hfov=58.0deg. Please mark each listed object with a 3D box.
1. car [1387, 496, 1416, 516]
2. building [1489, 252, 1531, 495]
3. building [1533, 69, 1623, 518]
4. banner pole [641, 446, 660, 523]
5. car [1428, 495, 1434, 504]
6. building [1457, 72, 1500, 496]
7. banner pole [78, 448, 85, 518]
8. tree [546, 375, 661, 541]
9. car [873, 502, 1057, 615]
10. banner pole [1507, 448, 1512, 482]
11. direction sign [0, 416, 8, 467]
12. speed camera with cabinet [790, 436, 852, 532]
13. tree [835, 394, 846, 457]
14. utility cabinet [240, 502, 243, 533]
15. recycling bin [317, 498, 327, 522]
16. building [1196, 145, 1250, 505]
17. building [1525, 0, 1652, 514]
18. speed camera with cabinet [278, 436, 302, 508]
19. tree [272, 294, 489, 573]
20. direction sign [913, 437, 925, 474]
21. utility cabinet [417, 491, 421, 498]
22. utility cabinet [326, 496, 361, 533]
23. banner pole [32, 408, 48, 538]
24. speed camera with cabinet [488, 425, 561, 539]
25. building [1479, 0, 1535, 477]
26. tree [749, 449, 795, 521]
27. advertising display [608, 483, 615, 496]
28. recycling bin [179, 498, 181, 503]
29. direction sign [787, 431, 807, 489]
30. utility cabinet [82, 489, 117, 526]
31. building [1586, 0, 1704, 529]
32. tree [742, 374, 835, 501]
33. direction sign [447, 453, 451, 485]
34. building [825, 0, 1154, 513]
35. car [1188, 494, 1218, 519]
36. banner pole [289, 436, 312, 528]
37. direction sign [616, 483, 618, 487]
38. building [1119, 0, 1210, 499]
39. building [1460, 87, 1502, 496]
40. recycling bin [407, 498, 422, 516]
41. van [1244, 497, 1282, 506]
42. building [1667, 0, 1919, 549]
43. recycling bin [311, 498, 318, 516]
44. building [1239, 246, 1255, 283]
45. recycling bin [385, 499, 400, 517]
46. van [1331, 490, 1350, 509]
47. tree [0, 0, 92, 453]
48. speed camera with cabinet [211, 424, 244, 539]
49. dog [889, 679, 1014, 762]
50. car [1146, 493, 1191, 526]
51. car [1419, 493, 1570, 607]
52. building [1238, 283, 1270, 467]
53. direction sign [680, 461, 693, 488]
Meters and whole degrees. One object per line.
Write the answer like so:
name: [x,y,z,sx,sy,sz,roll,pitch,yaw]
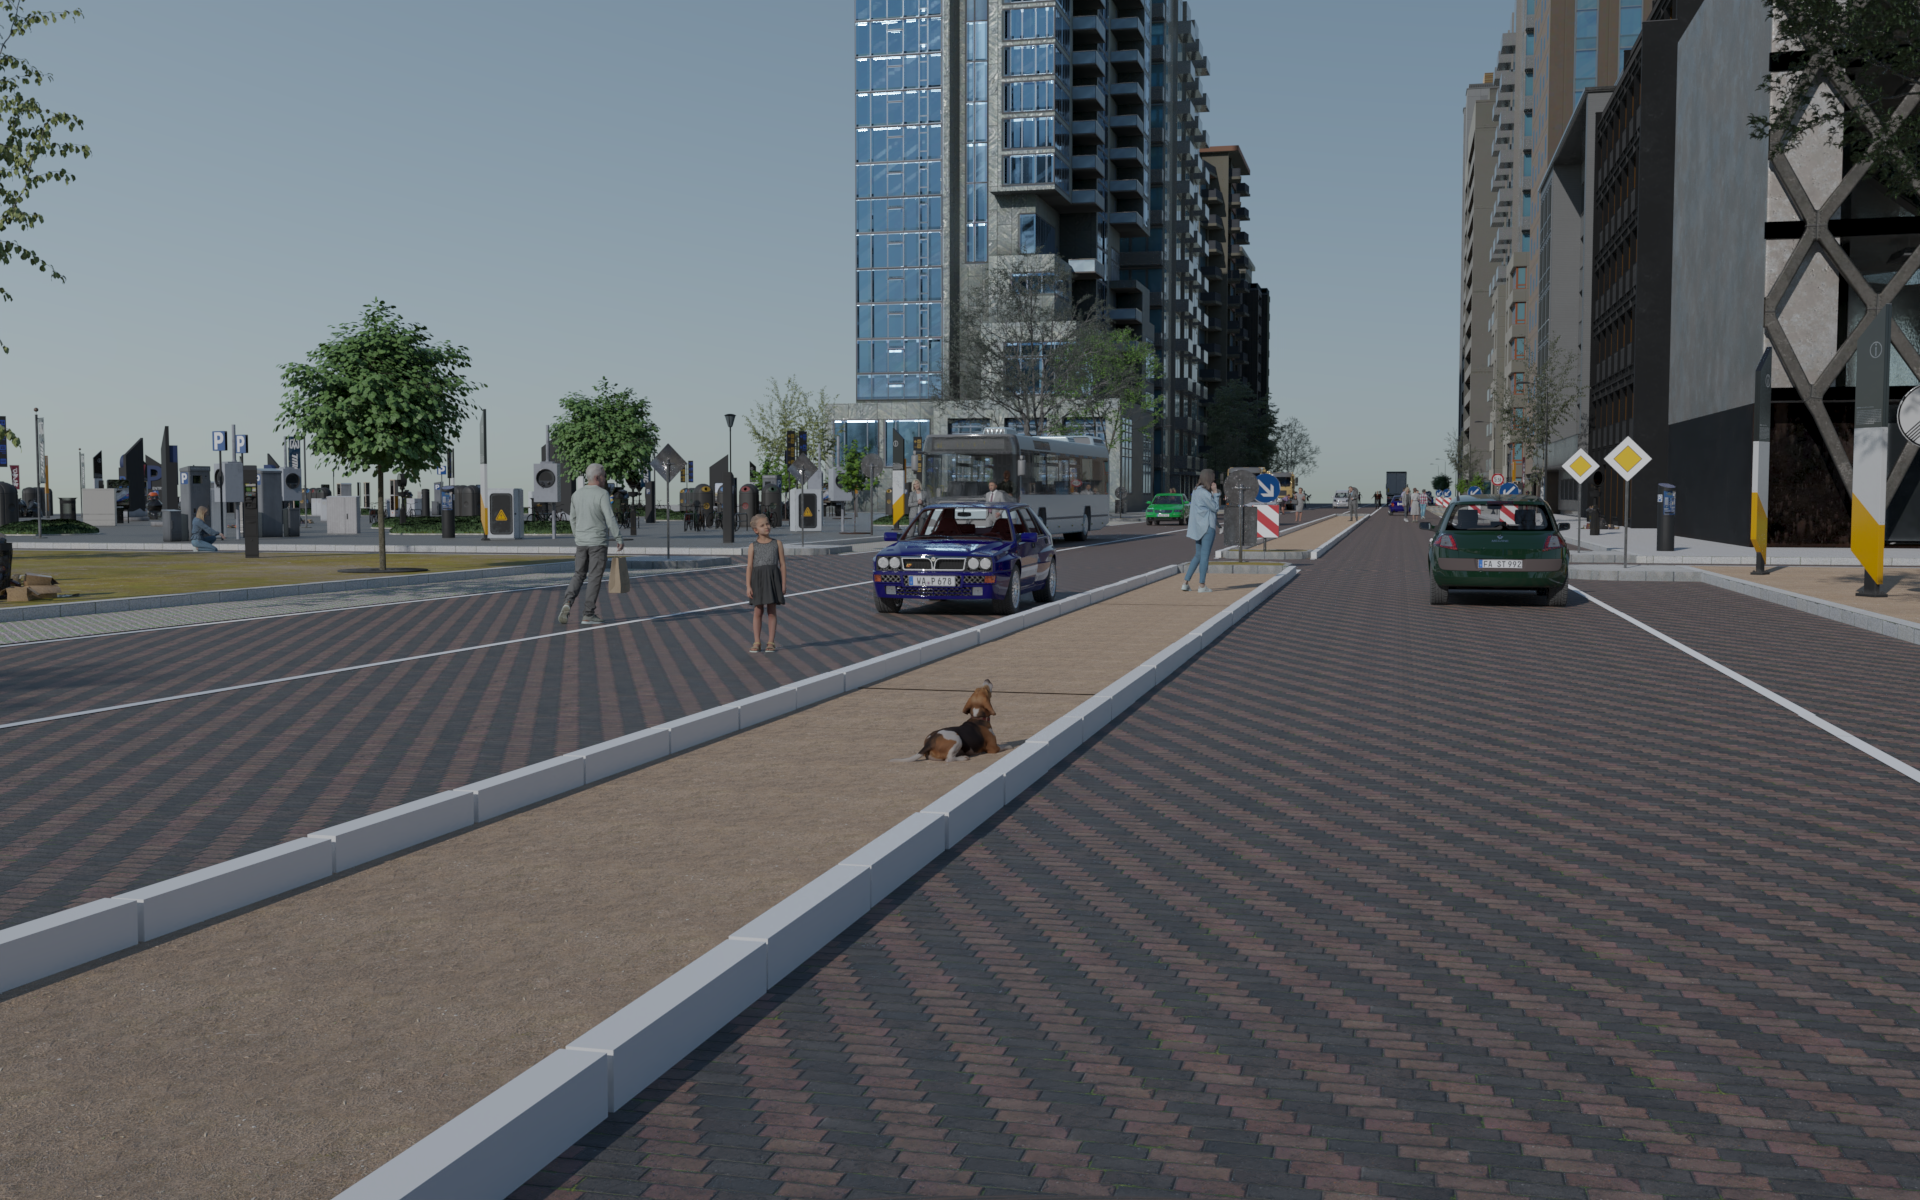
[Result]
car: [29.656,-6.336,116.179,1.945,1.354,3.894,1,4,12]
building: [56.429,-17.709,134.588,27.650,21.520,28.899,1,4,14]
building: [39.462,-16.753,92.971,14.314,24.678,30.058,1,4,14]
banner pole: [-13.967,-5.375,77.893,0.863,3.779,0.401,-1,4,-14]
car: [62.698,-13.635,232.518,1.945,1.707,3.694,1,4,13]
building: [82.286,-43.122,247.038,21.231,58.520,28.212,1,4,14]
banner pole: [-47.672,-6.365,94.077,0.863,3.779,0.401,3,5,44]
tree: [-9.809,-3.935,48.052,4.285,4.588,4.351,0,3,0]
car: [0.116,-0.570,21.901,1.945,1.354,3.894,1,4,13]
banner pole: [29.875,-6.378,94.291,0.401,3.779,0.863,2,4,33]
direction sign: [-28.018,-3.551,50.059,0.876,3.537,0.379,-2,4,-30]
speed camera with cabinet: [-4.720,-3.943,58.808,2.038,3.252,0.660,-1,4,-22]
tree: [-9.851,-10.259,118.098,4.737,8.622,4.395,0,3,0]
utility cabinet: [-22.951,-2.922,56.452,1.173,1.500,0.318,0,4,2]
recycling bin: [-29.523,-4.197,81.178,0.722,1.027,0.722,0,4,-7]
building: [24.103,-34.276,215.029,22.147,44.769,28.867,1,4,14]
building: [45.494,-28.399,114.435,14.600,45.320,14.200,1,4,14]
speed camera with cabinet: [-23.378,-3.934,58.649,0.660,3.252,2.038,3,5,41]
tree: [-9.499,-2.748,28.642,4.285,4.588,4.351,0,3,0]
direction sign: [-1.405,-4.666,68.290,0.876,3.537,0.379,1,4,8]
utility cabinet: [-38.614,-7.080,124.433,0.318,1.500,1.173,-3,5,-41]
utility cabinet: [-20.139,-2.777,56.571,1.020,1.237,0.306,0,4,6]
banner pole: [-26.547,-3.670,50.018,0.863,3.779,0.401,3,5,45]
speed camera with cabinet: [-12.467,-3.367,49.386,2.038,3.252,0.660,0,4,-3]
building: [61.881,-33.240,163.090,23.786,49.044,30.456,1,4,14]
tree: [-8.315,-4.890,74.548,1.663,3.219,1.824,0,3,0]
advertising display: [-20.198,-5.776,99.658,0.123,1.923,0.974,2,4,27]
recycling bin: [-51.336,-6.243,114.628,0.722,1.027,0.722,2,4,29]
direction sign: [-5.846,-4.292,62.175,0.876,3.537,0.379,-3,5,-42]
utility cabinet: [-34.302,-3.693,69.057,1.173,1.500,0.318,-1,4,-13]
building: [32.889,-14.694,69.929,12.332,23.373,15.834,1,4,14]
tree: [-10.846,-9.489,105.514,4.737,8.622,4.395,0,3,0]
direction sign: [-25.265,-5.732,85.722,0.379,3.537,0.876,0,4,-5]
building: [3.759,-50.113,132.024,22.319,86.520,31.000,1,4,14]
car: [13.861,-5.506,99.618,1.945,1.707,3.694,1,4,13]
banner pole: [-25.124,-4.639,65.870,0.863,3.779,0.401,0,4,5]
direction sign: [-17.966,-6.036,90.690,0.876,3.537,0.379,3,4,36]
building: [11.536,-33.298,164.031,23.786,49.044,30.456,1,4,14]
building: [70.252,-35.334,201.420,21.300,48.544,21.600,1,4,14]
recycling bin: [-32.037,-5.464,101.882,0.722,1.027,0.722,3,4,36]
van: [13.877,-4.464,80.004,2.013,2.044,4.112,1,4,12]
building: [28.342,-10.797,43.988,16.811,18.784,16.820,1,4,14]
recycling bin: [-37.081,-5.374,100.413,0.722,1.027,0.722,1,4,16]
building: [30.029,-34.474,255.533,32.217,40.220,23.993,1,4,14]
recycling bin: [-31.617,-5.135,96.516,0.722,1.027,0.722,-2,4,-26]
van: [37.545,-9.978,170.158,2.013,2.044,4.112,1,4,15]
tree: [-11.642,-4.211,19.207,4.737,8.622,4.395,0,3,0]
speed camera with cabinet: [-21.263,-3.379,49.575,2.038,3.252,0.660,3,5,41]
dog: [-0.052,0.657,9.457,0.748,0.427,0.550,0,4,-6]
car: [9.714,-4.372,80.283,1.959,1.807,4.718,1,4,14]
car: [7.269,-0.841,23.534,2.009,1.686,4.222,1,4,15]
building: [34.375,-28.343,235.108,14.160,30.474,14.107,1,4,14]
direction sign: [-18.443,-7.645,116.992,0.876,3.537,0.379,-1,4,-18]
